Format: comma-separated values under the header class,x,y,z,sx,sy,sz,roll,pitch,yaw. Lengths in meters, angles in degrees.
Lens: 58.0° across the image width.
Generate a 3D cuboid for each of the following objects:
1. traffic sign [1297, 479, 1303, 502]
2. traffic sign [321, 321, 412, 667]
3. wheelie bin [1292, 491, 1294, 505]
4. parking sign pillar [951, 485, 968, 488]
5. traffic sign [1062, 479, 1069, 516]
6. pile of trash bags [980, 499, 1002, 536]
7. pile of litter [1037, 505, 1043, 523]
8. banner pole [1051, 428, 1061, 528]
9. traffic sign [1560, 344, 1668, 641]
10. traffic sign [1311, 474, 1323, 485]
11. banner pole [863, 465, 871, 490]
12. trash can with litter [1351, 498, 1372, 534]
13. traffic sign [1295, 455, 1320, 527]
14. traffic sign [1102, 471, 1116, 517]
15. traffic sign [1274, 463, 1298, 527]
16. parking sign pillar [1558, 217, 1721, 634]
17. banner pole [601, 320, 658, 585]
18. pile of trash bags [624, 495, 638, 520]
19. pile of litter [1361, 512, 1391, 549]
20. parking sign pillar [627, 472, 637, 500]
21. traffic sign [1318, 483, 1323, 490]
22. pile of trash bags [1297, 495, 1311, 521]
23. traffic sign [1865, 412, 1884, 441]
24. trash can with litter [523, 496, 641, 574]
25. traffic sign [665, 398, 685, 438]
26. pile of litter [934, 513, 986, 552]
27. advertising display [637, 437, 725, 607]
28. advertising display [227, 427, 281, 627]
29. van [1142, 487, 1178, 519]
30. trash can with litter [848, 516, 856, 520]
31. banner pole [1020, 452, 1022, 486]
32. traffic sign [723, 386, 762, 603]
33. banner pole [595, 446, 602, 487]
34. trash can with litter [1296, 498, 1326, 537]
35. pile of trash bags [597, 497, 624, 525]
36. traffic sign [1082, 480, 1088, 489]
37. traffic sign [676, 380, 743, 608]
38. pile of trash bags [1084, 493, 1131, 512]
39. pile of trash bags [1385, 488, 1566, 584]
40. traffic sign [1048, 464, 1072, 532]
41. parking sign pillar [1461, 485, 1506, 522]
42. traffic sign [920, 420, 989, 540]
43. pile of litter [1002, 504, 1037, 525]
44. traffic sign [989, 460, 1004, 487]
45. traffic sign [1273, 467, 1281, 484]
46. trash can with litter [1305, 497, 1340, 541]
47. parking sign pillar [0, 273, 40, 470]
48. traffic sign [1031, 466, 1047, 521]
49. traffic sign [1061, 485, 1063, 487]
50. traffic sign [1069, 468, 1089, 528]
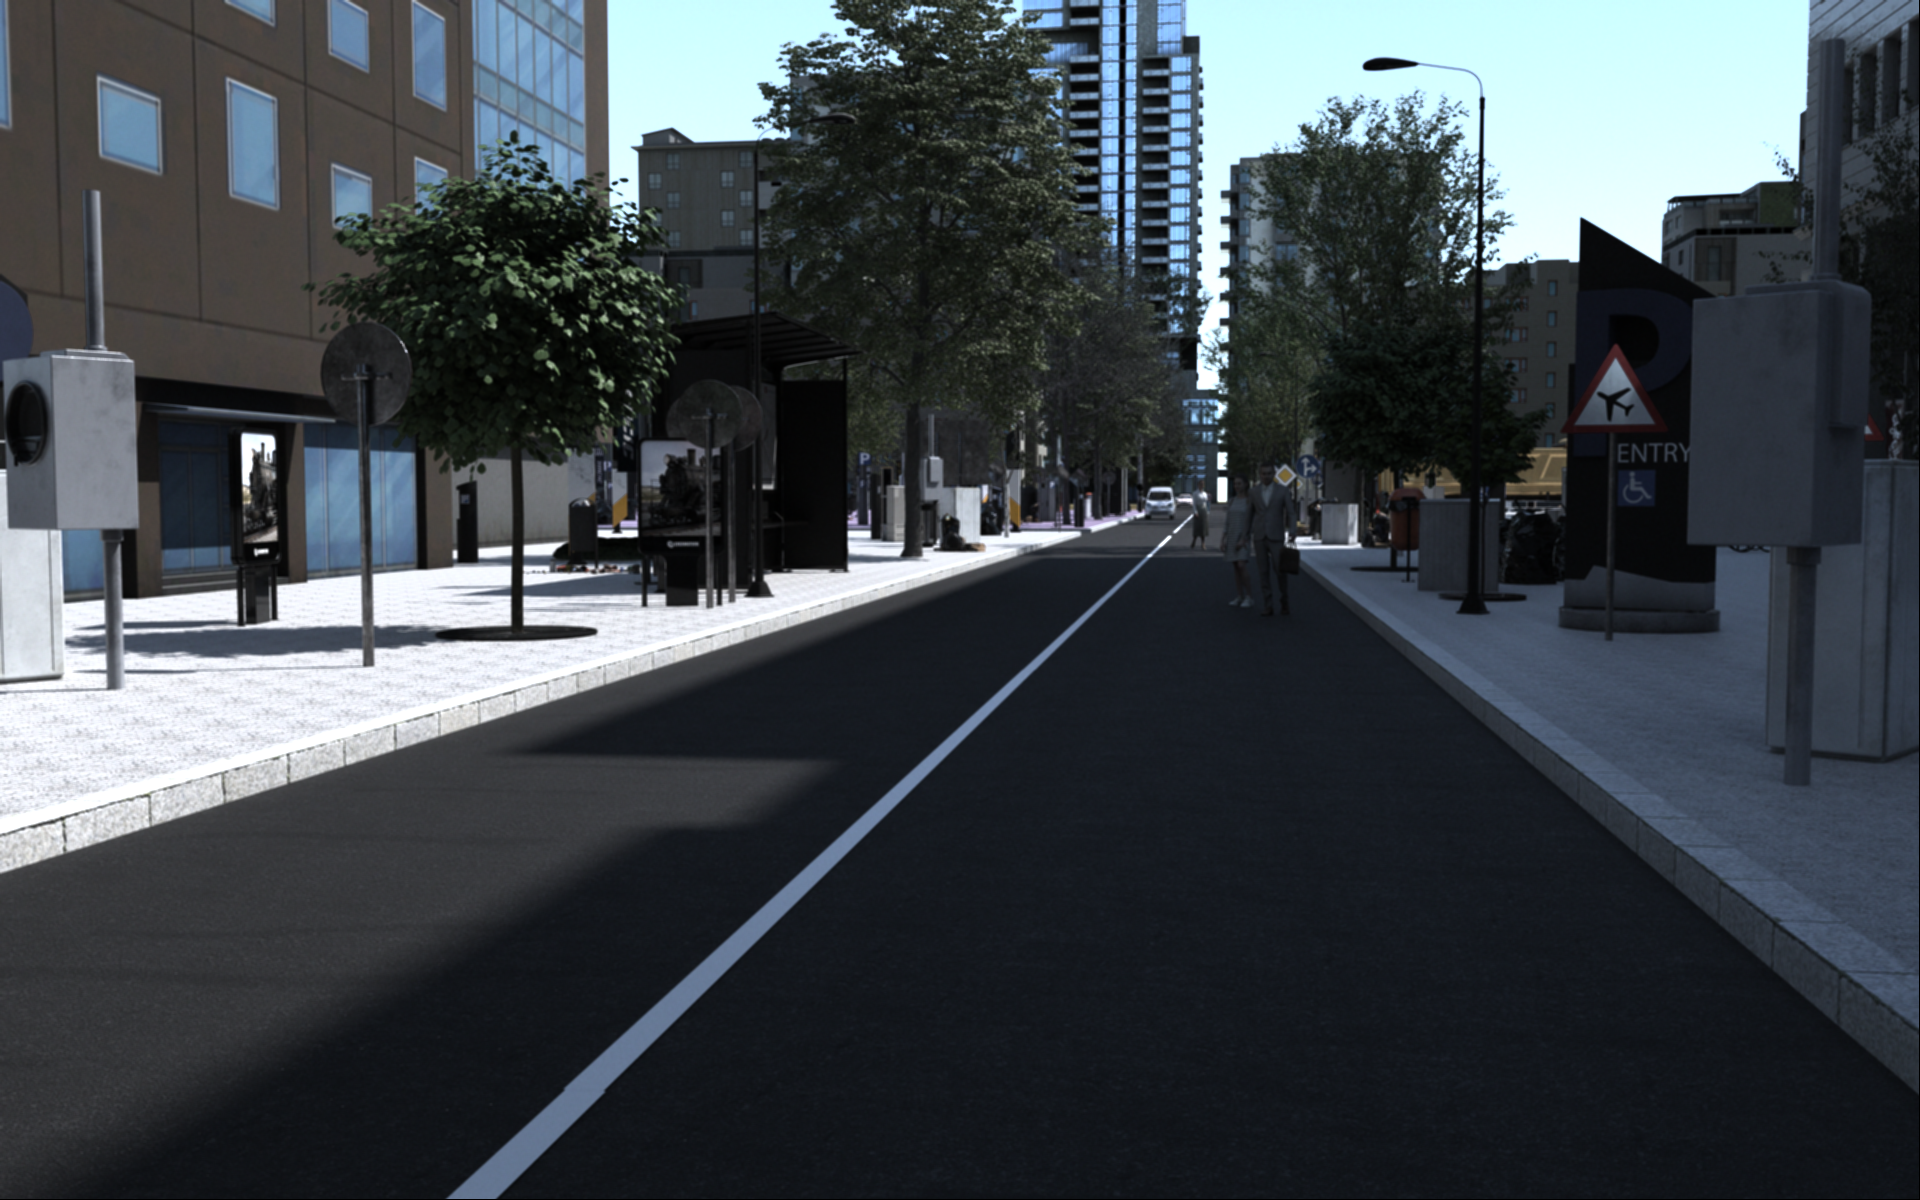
class,x,y,z,sx,sy,sz,roll,pitch,yaw
traffic sign,25.496,-7.926,130.767,0.795,2.450,0.064,1,4,9
traffic sign,-4.403,-0.777,12.818,0.768,2.556,0.104,1,4,16
wheelie bin,13.610,-3.973,72.860,0.980,1.594,0.693,3,5,45
parking sign pillar,0.008,-8.066,120.345,1.447,3.967,1.447,2,4,29
traffic sign,6.129,-6.307,103.223,0.768,2.556,0.104,1,4,12
pile of trash bags,0.041,-2.749,54.690,1.912,1.369,3.447,-1,4,-15
pile of litter,3.130,-3.912,77.923,1.176,0.858,1.719,0,4,3
banner pole,3.697,-4.609,65.380,0.401,3.779,0.863,-1,4,-13
traffic sign,5.685,-0.923,15.101,0.884,2.594,0.081,1,4,13
traffic sign,20.793,-6.161,100.832,0.768,2.556,0.104,1,4,9
banner pole,-7.149,-8.693,132.151,0.863,3.779,0.401,-1,4,-18
trash can with litter,11.795,-2.426,51.047,0.624,1.170,1.055,2,4,23
traffic sign,11.213,-3.415,55.937,0.768,2.556,0.104,1,4,12
traffic sign,8.259,-5.876,96.171,0.768,2.556,0.104,1,4,13
traffic sign,10.649,-3.250,56.775,0.795,2.450,0.064,1,4,8
parking sign pillar,6.502,-1.714,16.494,1.447,3.967,1.447,2,4,35
banner pole,-4.566,-2.103,24.401,0.401,3.779,0.863,2,4,30
pile of trash bags,-16.376,-4.569,84.450,3.447,1.369,1.912,2,4,35
pile of litter,10.303,-1.678,41.397,1.719,0.858,1.176,-2,4,-24
parking sign pillar,-25.401,-8.970,135.123,1.447,3.967,1.447,0,4,8
traffic sign,22.103,-6.460,106.812,0.795,2.450,0.064,1,4,14
pile of trash bags,15.845,-4.404,81.752,3.447,1.369,1.912,-3,5,-39
traffic sign,8.844,-1.072,17.536,0.884,2.594,0.081,1,4,16
trash can with litter,-5.872,-1.049,28.212,2.233,1.210,1.678,2,4,23
traffic sign,-3.381,-1.340,22.022,0.768,2.556,0.104,1,4,9
pile of litter,0.003,-1.540,39.138,1.176,0.858,1.719,0,4,-5
advertising display,-3.187,-0.891,19.788,0.974,1.923,0.123,-1,4,-13
advertising display,-6.979,-0.731,17.163,0.123,1.923,0.974,0,4,-1
van,11.461,-5.633,99.103,2.013,2.044,4.112,1,4,9
trash can with litter,-6.159,-4.591,86.119,2.233,1.210,1.678,1,4,16
banner pole,3.509,-6.926,103.258,0.401,3.779,0.863,-2,4,-29
traffic sign,-2.699,-1.243,20.432,0.768,2.556,0.104,1,4,16
banner pole,-16.175,-5.407,78.429,0.863,3.779,0.401,1,4,18
trash can with litter,10.577,-2.508,52.387,0.624,1.170,1.055,-3,5,-44
pile of trash bags,-16.010,-3.795,71.807,1.912,1.369,3.447,3,4,36
traffic sign,6.651,-5.617,93.967,0.606,2.300,0.079,1,4,15
traffic sign,-2.810,-1.179,19.380,0.768,2.556,0.104,1,4,9
pile of trash bags,10.687,-7.150,126.653,3.447,1.369,1.912,-1,4,-22
pile of trash bags,7.980,-0.953,25.328,3.447,1.369,1.912,0,4,8
traffic sign,3.336,-3.317,57.867,0.795,2.450,0.064,1,4,8
parking sign pillar,15.910,-3.924,52.623,1.447,3.967,1.447,1,4,20
traffic sign,-0.326,-3.290,47.670,2.265,3.308,0.079,1,4,14
pile of litter,2.144,-3.624,73.216,1.719,0.858,1.176,-1,4,-21
traffic sign,1.191,-3.511,58.598,0.795,2.450,0.064,1,4,15
traffic sign,11.812,-3.733,64.675,0.795,2.450,0.064,1,4,8
trash can with litter,10.719,-2.273,48.221,2.233,1.210,1.678,1,4,9
parking sign pillar,-8.754,-1.636,15.229,1.447,3.967,1.447,2,4,31
traffic sign,3.607,-4.842,79.279,0.768,2.556,0.104,1,4,15
traffic sign,5.579,-5.805,97.040,0.606,2.300,0.079,1,4,10
traffic sign,4.499,-3.800,65.768,0.795,2.450,0.064,1,4,8
